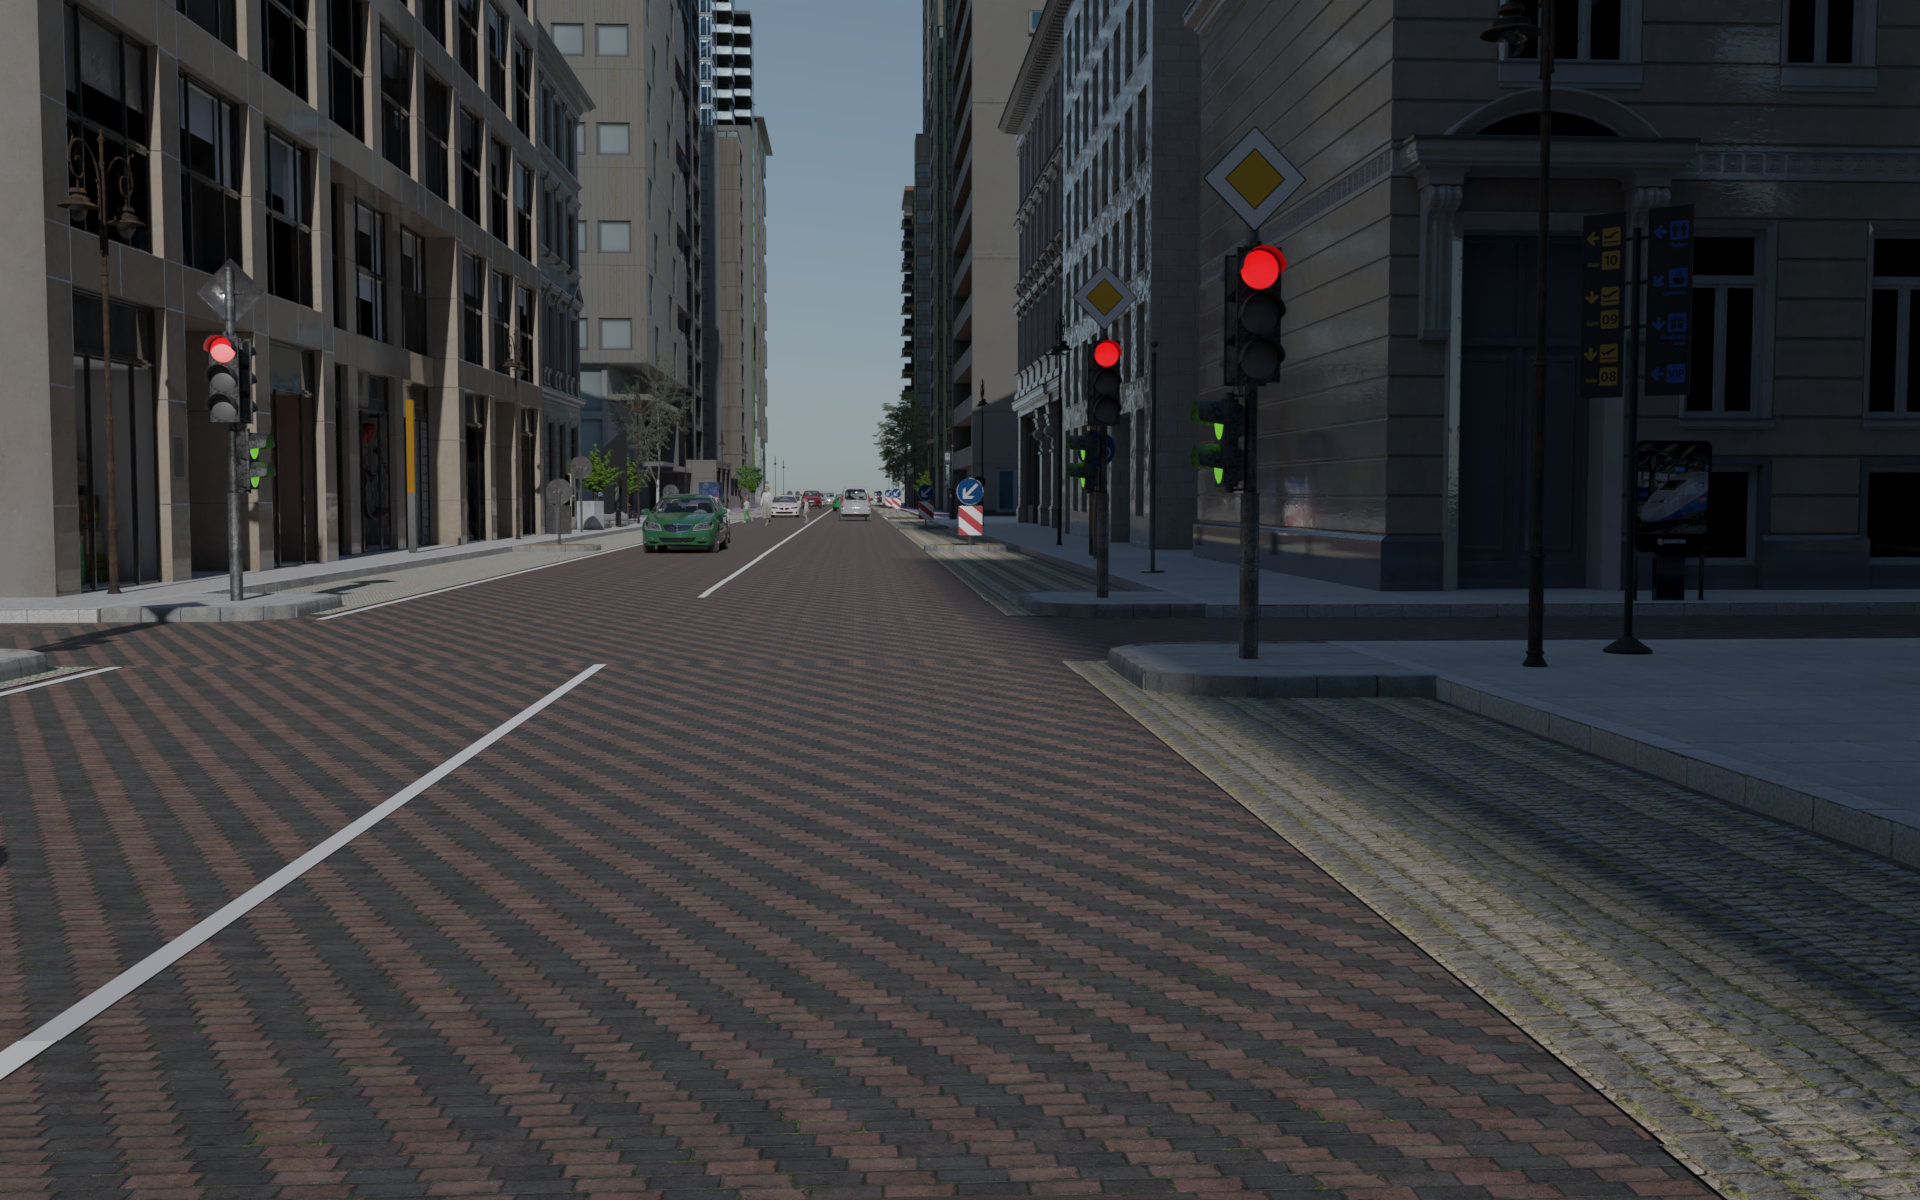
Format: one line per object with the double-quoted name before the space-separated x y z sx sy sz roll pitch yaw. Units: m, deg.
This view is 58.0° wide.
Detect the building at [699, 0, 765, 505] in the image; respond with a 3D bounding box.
"building" -34.534 -54.719 207.328 22.319 86.520 31.000 0 4 -3

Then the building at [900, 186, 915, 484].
"building" 2.951 -35.911 241.765 22.147 44.769 28.867 0 4 -3

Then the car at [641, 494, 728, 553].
"car" -6.887 -1.951 43.690 2.131 1.459 4.920 0 4 -3

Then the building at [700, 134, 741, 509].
"building" -36.456 -28.330 155.080 32.217 40.220 23.993 0 4 -3

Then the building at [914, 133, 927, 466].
"building" 1.722 -31.567 199.713 14.154 41.232 14.086 0 4 -3

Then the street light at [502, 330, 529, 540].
"street light" -12.494 -4.648 48.790 0.468 5.910 1.993 0 4 -3

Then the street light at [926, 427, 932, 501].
"street light" -2.179 -8.996 119.865 0.468 5.910 1.993 0 4 -3

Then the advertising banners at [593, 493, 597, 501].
"advertising banners" -19.442 -5.858 91.968 0.090 3.025 2.074 0 4 -4

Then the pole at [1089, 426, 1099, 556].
"pole" 2.802 -2.584 36.093 0.158 3.312 0.155 0 3 0

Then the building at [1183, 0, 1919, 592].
"building" 14.860 -14.850 28.707 20.117 28.700 13.634 0 4 -3

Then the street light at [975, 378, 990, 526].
"street light" 0.893 -5.895 69.171 0.468 5.910 1.993 0 4 -3

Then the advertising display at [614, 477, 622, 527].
"advertising display" -13.265 -3.793 67.223 0.123 1.923 0.974 -1 4 -22

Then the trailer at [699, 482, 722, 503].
"trailer" -12.025 -4.664 83.304 1.471 1.999 3.904 0 4 -4

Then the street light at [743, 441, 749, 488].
"street light" -18.558 -10.844 150.085 0.468 5.910 1.993 0 4 -3

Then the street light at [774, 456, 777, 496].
"street light" -22.074 -14.326 207.024 0.468 5.910 1.993 0 4 -3

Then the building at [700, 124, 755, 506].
"building" -29.626 -30.750 186.362 14.154 41.232 14.086 0 4 -3

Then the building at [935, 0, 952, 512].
"building" 4.878 -28.126 143.460 14.154 41.232 14.086 0 4 -3

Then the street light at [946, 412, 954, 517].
"street light" -0.546 -7.483 95.132 0.468 5.910 1.993 0 4 -3

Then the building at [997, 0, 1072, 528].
"building" 7.045 -13.797 76.492 10.553 20.767 40.483 0 4 -3

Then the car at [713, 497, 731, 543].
"car" -7.599 -2.284 49.706 2.083 1.381 4.827 0 4 -5

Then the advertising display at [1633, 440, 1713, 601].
"advertising display" 8.543 -0.956 20.840 0.974 1.923 0.123 0 4 -7

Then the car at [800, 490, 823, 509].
"car" -14.548 -9.858 169.852 2.281 1.827 5.304 0 4 -4

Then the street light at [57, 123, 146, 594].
"street light" -10.883 -3.017 22.111 0.468 5.910 1.993 0 4 -3

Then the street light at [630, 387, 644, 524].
"street light" -13.940 -6.250 74.976 0.468 5.910 1.993 0 4 -3

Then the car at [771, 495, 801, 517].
"car" -10.922 -5.839 107.823 2.083 1.381 4.827 0 4 -5

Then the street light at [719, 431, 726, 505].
"street light" -16.963 -9.222 123.561 0.468 5.910 1.993 0 4 -3

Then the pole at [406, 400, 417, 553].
"pole" -11.905 -2.676 37.591 0.158 3.312 0.155 0 3 0

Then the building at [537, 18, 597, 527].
"building" -20.940 -13.988 64.861 11.583 22.565 21.152 0 4 -3

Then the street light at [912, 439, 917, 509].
"street light" -3.839 -10.597 146.052 0.468 5.910 1.993 0 4 -3

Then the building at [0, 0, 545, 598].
"building" -21.828 -14.222 37.039 19.350 26.468 34.151 0 4 -3

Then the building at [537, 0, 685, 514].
"building" -31.744 -31.749 108.342 28.713 52.752 27.495 0 4 -3

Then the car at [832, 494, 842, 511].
"car" -9.701 -8.310 144.670 1.959 1.807 4.718 0 4 -2

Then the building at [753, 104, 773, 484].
"building" -40.425 -39.634 237.248 28.713 52.752 27.495 0 4 -3

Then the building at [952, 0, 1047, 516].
"building" 10.720 -29.813 111.145 21.300 48.544 21.600 0 4 -3

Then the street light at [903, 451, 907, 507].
"street light" -5.465 -12.218 172.546 0.468 5.910 1.993 0 4 -3

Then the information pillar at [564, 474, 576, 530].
"information pillar" -14.031 -3.532 62.247 0.304 2.012 0.304 1 4 16

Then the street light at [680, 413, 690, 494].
"street light" -15.473 -7.638 97.667 0.468 5.910 1.993 0 4 -3

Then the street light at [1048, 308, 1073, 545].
"street light" 2.495 -4.312 43.285 0.468 5.910 1.993 0 4 -3

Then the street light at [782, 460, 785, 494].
"street light" -23.735 -15.909 232.907 0.468 5.910 1.993 0 4 -3

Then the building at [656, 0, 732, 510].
"building" -28.316 -42.433 132.038 20.563 71.187 20.611 0 4 -3

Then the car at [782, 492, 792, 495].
"car" -18.409 -10.674 184.303 2.009 1.686 4.222 0 4 -4

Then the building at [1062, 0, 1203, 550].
"building" 9.031 -11.817 47.956 10.420 20.320 16.860 0 4 -3

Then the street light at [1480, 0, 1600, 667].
"street light" 4.281 -2.442 12.718 0.468 5.910 1.993 0 4 -3
